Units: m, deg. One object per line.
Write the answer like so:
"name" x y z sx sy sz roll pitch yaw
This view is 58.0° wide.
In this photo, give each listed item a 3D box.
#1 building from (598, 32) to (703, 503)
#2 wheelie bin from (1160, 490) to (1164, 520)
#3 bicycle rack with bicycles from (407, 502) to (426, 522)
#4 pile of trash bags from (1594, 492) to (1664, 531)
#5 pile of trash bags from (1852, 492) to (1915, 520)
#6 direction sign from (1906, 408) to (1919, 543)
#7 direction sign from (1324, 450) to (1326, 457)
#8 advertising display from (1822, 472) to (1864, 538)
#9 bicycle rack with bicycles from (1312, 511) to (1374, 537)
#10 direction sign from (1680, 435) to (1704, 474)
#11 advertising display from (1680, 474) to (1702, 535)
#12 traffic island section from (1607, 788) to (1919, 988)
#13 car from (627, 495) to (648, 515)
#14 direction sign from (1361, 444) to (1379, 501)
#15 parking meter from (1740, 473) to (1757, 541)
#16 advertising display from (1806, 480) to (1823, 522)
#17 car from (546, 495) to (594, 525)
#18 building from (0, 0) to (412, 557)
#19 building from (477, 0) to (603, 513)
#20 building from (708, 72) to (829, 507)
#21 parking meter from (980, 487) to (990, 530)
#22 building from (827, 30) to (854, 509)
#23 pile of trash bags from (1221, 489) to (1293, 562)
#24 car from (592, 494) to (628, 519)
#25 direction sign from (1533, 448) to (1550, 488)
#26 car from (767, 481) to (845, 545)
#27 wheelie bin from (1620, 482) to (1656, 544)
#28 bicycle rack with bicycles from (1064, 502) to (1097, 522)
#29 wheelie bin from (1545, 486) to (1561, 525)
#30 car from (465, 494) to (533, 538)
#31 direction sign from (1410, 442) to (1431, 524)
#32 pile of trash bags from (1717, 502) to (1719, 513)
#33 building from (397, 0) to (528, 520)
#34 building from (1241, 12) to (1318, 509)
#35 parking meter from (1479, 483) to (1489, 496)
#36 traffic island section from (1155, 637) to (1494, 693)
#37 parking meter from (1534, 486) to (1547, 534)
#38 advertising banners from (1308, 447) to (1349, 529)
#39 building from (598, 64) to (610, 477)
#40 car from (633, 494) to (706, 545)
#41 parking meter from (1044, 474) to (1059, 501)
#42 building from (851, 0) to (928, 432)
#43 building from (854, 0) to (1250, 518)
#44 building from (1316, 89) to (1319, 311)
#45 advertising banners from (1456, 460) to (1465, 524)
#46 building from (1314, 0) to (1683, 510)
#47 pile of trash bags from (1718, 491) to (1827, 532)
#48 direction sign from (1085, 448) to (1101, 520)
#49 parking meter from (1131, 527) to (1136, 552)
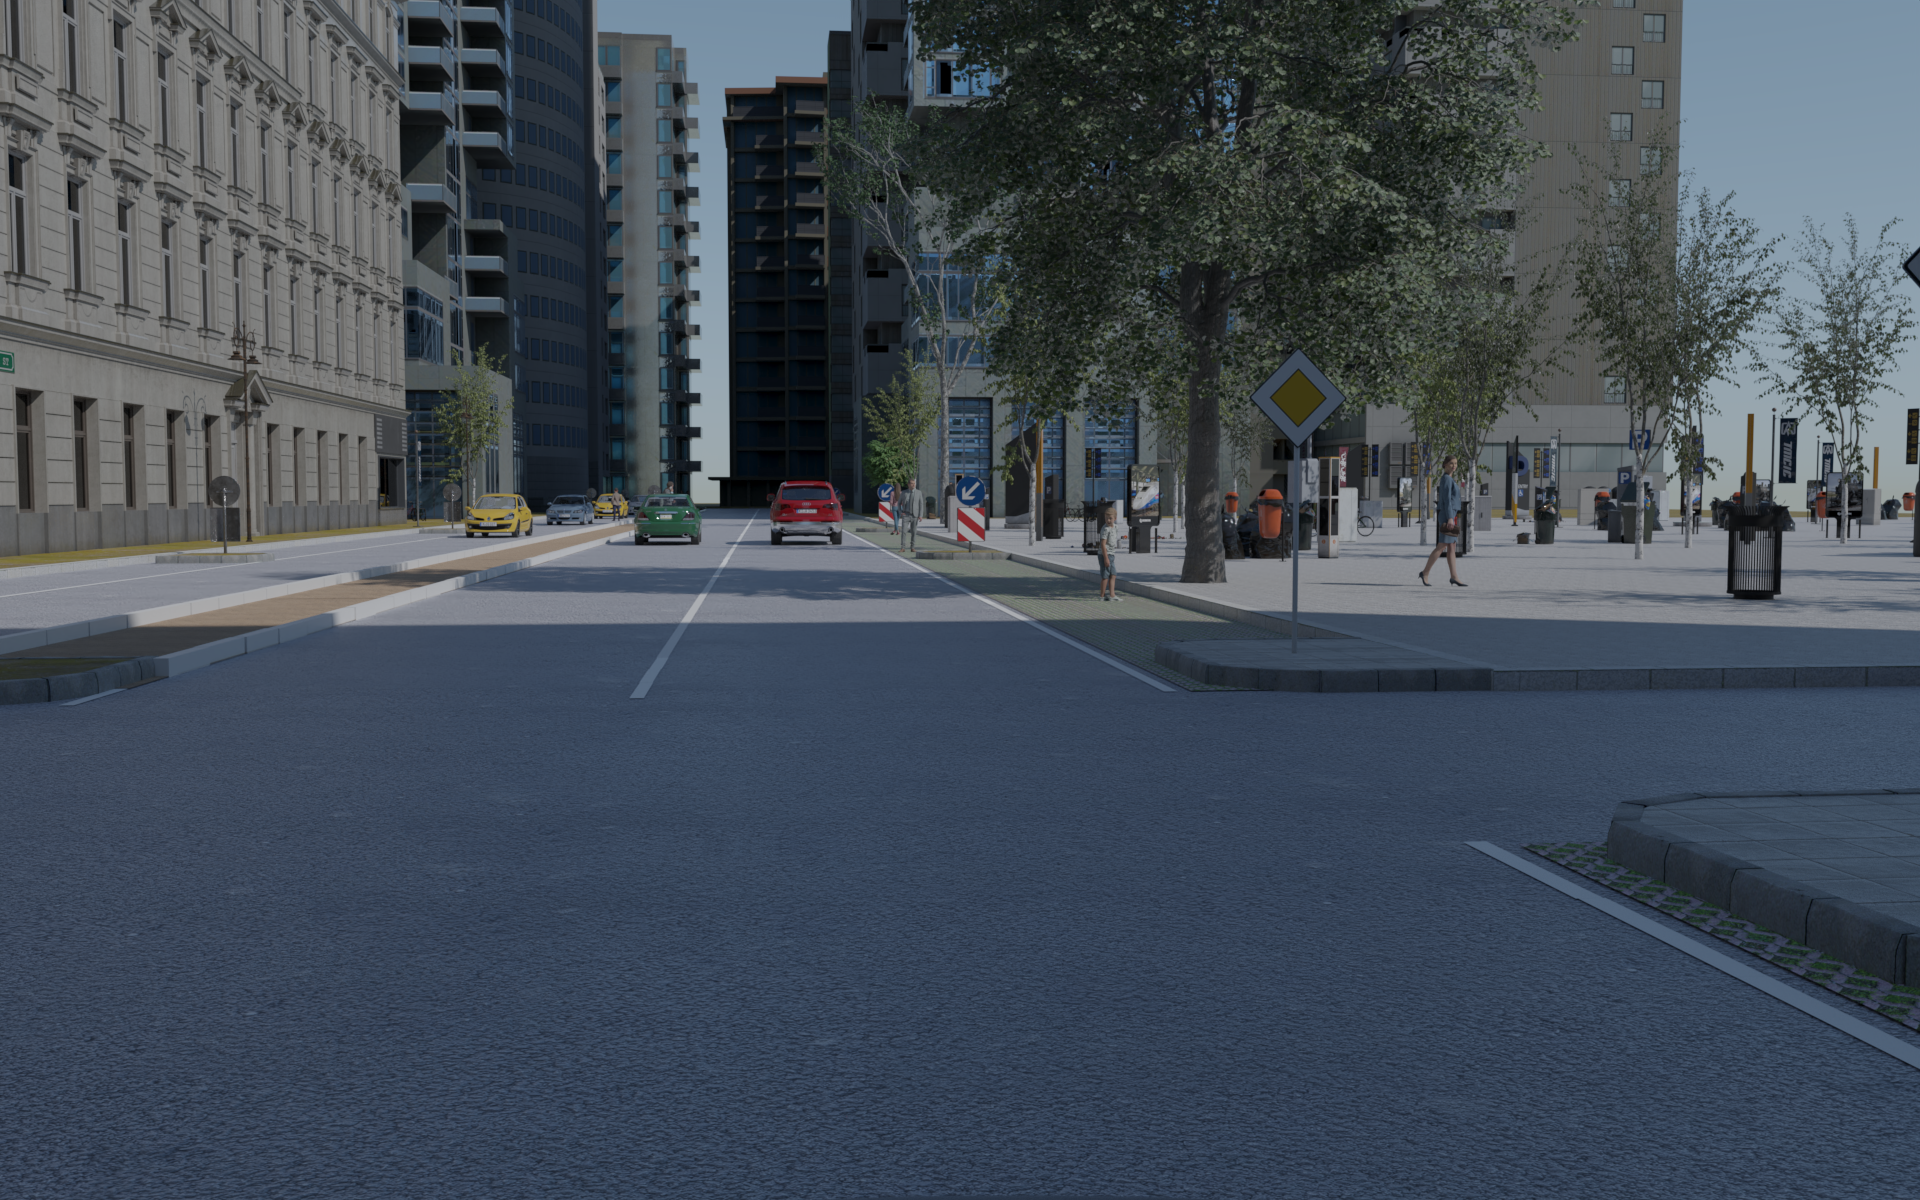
"building" -42.266 -34.268 179.894 30.456 49.044 23.786 0 4 -6
"wheelie bin" 9.748 -4.790 86.227 0.980 1.594 0.693 -3 5 -41
"bicycle rack with bicycles" -26.196 -4.157 81.356 2.852 0.926 2.925 2 4 27
"pile of trash bags" 23.426 -3.162 61.451 1.912 1.369 3.447 0 4 -7
"pile of trash bags" 46.320 -4.701 86.614 1.912 1.369 3.447 -1 4 -17
"direction sign" 25.263 -3.277 45.570 0.379 3.537 0.876 -1 4 -21
"direction sign" 18.654 -5.905 88.539 0.379 3.537 0.876 1 4 8
"advertising display" 25.689 -2.759 50.329 0.974 1.923 0.123 2 4 24
"bicycle rack with bicycles" 11.066 -2.388 52.424 2.925 0.926 2.852 0 4 3
"direction sign" 28.249 -4.581 66.896 0.876 3.537 0.379 0 4 0
"advertising display" 23.172 -3.041 54.927 0.974 1.923 0.123 -3 4 -36
"traffic island section" 3.617 0.995 6.020 2.009 0.180 2.903 0 4 -6
"car" -21.831 -6.532 119.152 2.083 1.381 4.827 -1 4 -8
"direction sign" 18.663 -5.315 78.901 0.876 3.537 0.379 3 5 44
"parking meter" 21.504 -2.543 47.284 0.255 1.863 0.399 -1 4 -11
"advertising display" 38.749 -4.484 78.534 0.123 1.923 0.974 -1 4 -10
"car" -18.183 -4.217 80.945 2.014 1.417 4.499 0 4 -4
"building" -29.552 -16.970 53.871 17.030 29.872 44.131 0 4 -6
"building" -38.943 -35.914 129.195 21.231 58.520 28.212 0 4 -6
"building" -11.874 -32.319 183.033 28.867 44.769 22.147 0 4 -6
"parking meter" 0.871 -3.239 61.367 0.372 1.533 0.369 0 3 0
"building" -5.003 -28.990 157.573 14.154 41.232 14.086 0 4 -6
"pile of trash bags" 5.721 -1.499 34.256 1.912 1.369 3.447 0 4 -8
"car" -20.286 -5.530 100.636 2.015 1.641 3.980 0 4 -6
"direction sign" 28.615 -5.705 85.280 0.876 3.537 0.379 -1 4 -17
"car" -4.475 -2.551 50.388 2.281 1.827 5.304 0 4 -5
"wheelie bin" 17.509 -2.254 44.761 0.693 1.594 0.980 -2 4 -30
"bicycle rack with bicycles" 5.929 -4.097 80.369 2.852 0.926 2.925 -3 5 -40
"wheelie bin" 24.328 -3.883 71.398 0.693 1.594 0.980 -1 4 -20
"car" -15.414 -2.918 57.934 2.015 1.641 3.980 0 4 -5
"direction sign" 19.950 -5.084 75.114 0.876 3.537 0.379 0 4 -5
"pile of trash bags" 29.424 -3.379 64.997 1.912 1.369 3.447 1 4 14
"building" -36.823 -48.084 98.844 22.319 86.520 31.000 0 4 -6
"building" 20.664 -32.591 156.561 21.600 48.544 21.300 0 4 -6
"parking meter" 27.426 -5.196 90.671 0.399 1.863 0.255 -1 4 -8
"traffic island section" 2.740 0.509 13.957 2.009 0.180 2.903 0 4 -6
"parking meter" 18.512 -2.862 55.208 0.372 1.533 0.369 0 3 0
"advertising banners" 13.529 -4.118 63.509 2.074 3.025 0.090 -2 4 -35
"building" -38.753 -28.780 154.154 14.086 41.232 14.154 0 4 -6
"car" -8.429 -2.346 50.162 2.131 1.459 4.920 0 4 -7
"parking meter" 2.728 -2.808 51.615 0.255 1.863 0.399 -3 5 -39
"building" 5.420 -33.523 137.338 28.713 52.752 27.495 0 4 -6
"building" 5.220 -48.578 106.916 22.319 86.520 31.000 0 4 -6
"building" 42.248 -45.773 186.635 20.611 71.187 20.563 0 4 -6
"advertising banners" 19.715 -4.455 69.022 0.090 3.025 2.074 3 5 43
"building" 45.418 -34.659 155.908 27.495 52.752 28.713 0 4 -6
"pile of trash bags" 28.393 -3.072 59.972 3.447 1.369 1.912 1 4 14
"direction sign" 6.528 -5.678 84.838 0.876 3.537 0.379 2 4 35
"parking meter" 3.987 -1.834 38.396 0.372 1.533 0.369 0 3 0
